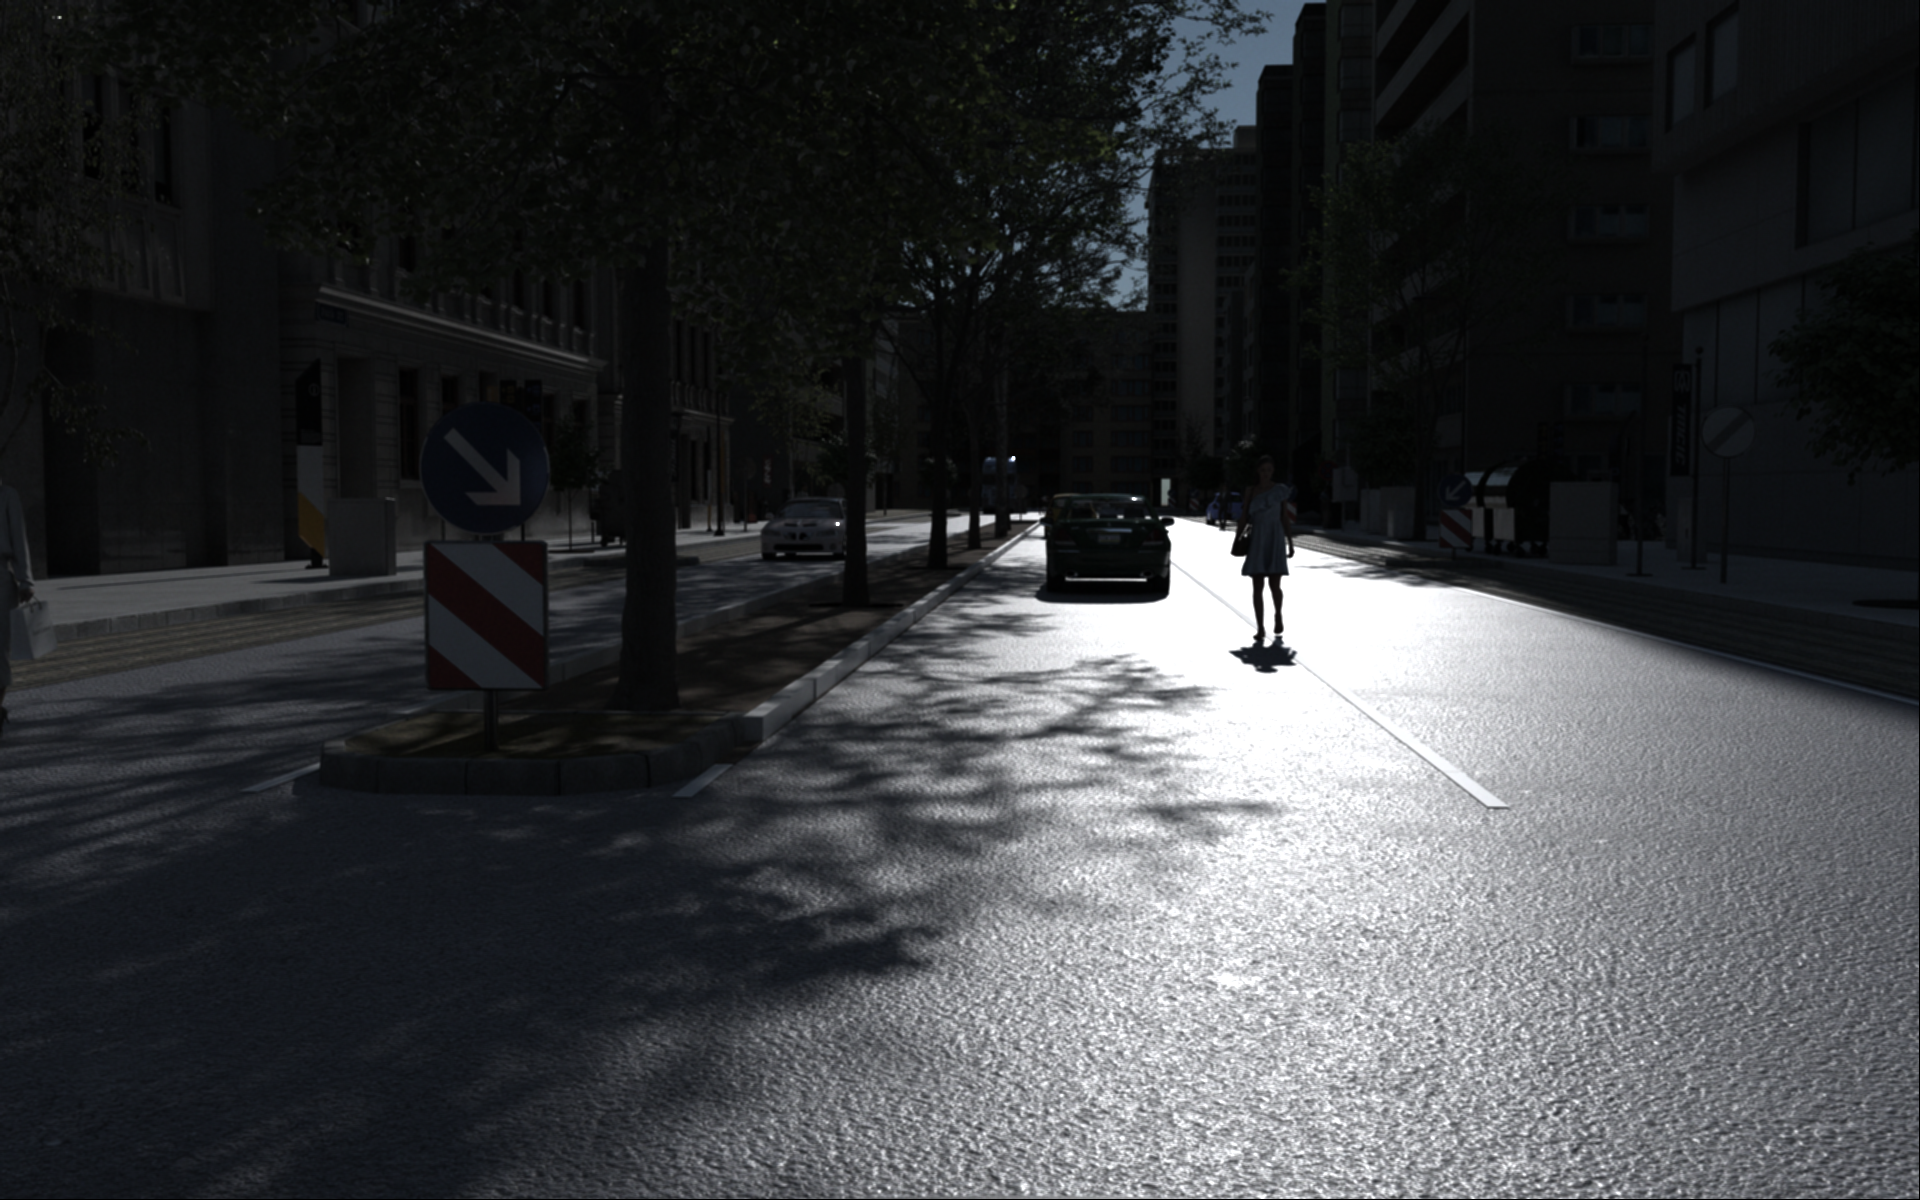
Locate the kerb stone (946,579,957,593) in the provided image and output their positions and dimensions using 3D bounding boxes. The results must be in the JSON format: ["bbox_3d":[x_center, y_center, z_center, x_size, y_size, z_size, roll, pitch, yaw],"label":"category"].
[{"bbox_3d":[-0.171,-0.158,24.794,0.120,0.150,1.000,0,4,4],"label":"kerb stone"}]

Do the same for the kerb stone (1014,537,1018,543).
[{"bbox_3d":[1.471,-1.601,48.365,0.120,0.150,1.000,0,4,4],"label":"kerb stone"}]

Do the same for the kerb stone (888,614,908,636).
[{"bbox_3d":[-0.670,0.280,17.636,0.120,0.150,1.000,0,4,4],"label":"kerb stone"}]

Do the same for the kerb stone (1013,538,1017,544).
[{"bbox_3d":[1.406,-1.526,47.333,0.120,0.150,1.000,0,4,4],"label":"kerb stone"}]

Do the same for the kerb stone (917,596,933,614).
[{"bbox_3d":[-0.454,0.091,20.702,0.120,0.150,1.000,0,4,4],"label":"kerb stone"}]

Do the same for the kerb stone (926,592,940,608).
[{"bbox_3d":[-0.384,0.030,21.723,0.120,0.150,1.000,0,4,4],"label":"kerb stone"}]

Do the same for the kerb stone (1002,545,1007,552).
[{"bbox_3d":[0.971,-1.161,41.183,0.120,0.150,1.000,0,4,4],"label":"kerb stone"}]

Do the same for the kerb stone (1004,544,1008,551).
[{"bbox_3d":[1.037,-1.224,42.204,0.120,0.150,1.000,0,4,4],"label":"kerb stone"}]

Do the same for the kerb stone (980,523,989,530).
[{"bbox_3d":[1.008,-3.046,71.998,0.120,0.150,1.000,0,4,4],"label":"kerb stone"}]

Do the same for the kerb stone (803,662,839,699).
[{"bbox_3d":[-1.024,0.593,12.526,0.120,0.150,1.000,0,4,4],"label":"kerb stone"}]

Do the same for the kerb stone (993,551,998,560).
[{"bbox_3d":[0.681,-0.911,37.092,0.120,0.150,1.000,0,4,4],"label":"kerb stone"}]

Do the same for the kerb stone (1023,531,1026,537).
[{"bbox_3d":[1.971,-2.038,55.513,0.120,0.150,1.000,0,4,4],"label":"kerb stone"}]

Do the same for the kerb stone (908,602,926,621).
[{"bbox_3d":[-0.525,0.154,19.683,0.120,0.150,1.000,0,4,4],"label":"kerb stone"}]

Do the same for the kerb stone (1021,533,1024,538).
[{"bbox_3d":[1.824,-1.913,53.469,0.120,0.150,1.000,0,4,4],"label":"kerb stone"}]

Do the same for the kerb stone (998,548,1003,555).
[{"bbox_3d":[0.823,-1.032,39.142,0.120,0.150,1.000,0,4,4],"label":"kerb stone"}]

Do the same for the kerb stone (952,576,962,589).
[{"bbox_3d":[-0.103,-0.221,25.814,0.120,0.150,1.000,0,4,4],"label":"kerb stone"}]

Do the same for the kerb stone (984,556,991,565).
[{"bbox_3d":[0.468,-0.722,33.998,0.120,0.150,1.000,0,4,4],"label":"kerb stone"}]

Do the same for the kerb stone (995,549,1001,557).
[{"bbox_3d":[0.755,-0.973,38.111,0.120,0.150,1.000,0,4,4],"label":"kerb stone"}]

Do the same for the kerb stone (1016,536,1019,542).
[{"bbox_3d":[1.540,-1.663,49.390,0.120,0.150,1.000,0,4,4],"label":"kerb stone"}]

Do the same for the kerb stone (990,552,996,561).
[{"bbox_3d":[0.610,-0.848,36.058,0.120,0.150,1.000,0,4,4],"label":"kerb stone"}]

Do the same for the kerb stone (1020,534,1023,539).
[{"bbox_3d":[1.757,-1.850,52.449,0.120,0.150,1.000,0,4,4],"label":"kerb stone"}]

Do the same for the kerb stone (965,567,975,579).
[{"bbox_3d":[0.115,-0.409,28.885,0.120,0.150,1.000,0,4,4],"label":"kerb stone"}]

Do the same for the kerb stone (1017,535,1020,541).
[{"bbox_3d":[1.609,-1.718,50.410,0.120,0.150,1.000,0,4,4],"label":"kerb stone"}]

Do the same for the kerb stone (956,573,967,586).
[{"bbox_3d":[-0.027,-0.284,26.834,0.120,0.150,1.000,0,4,4],"label":"kerb stone"}]

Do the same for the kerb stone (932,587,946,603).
[{"bbox_3d":[-0.311,-0.033,22.742,0.120,0.150,1.000,0,4,4],"label":"kerb stone"}]

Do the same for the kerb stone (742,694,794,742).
[{"bbox_3d":[-1.161,0.717,10.486,0.120,0.150,1.000,0,4,4],"label":"kerb stone"}]

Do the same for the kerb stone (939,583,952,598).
[{"bbox_3d":[-0.246,-0.095,23.774,0.120,0.150,1.000,0,4,4],"label":"kerb stone"}]

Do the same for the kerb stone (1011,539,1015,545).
[{"bbox_3d":[1.327,-1.475,46.305,0.120,0.150,1.000,0,4,4],"label":"kerb stone"}]

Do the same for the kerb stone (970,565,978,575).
[{"bbox_3d":[0.184,-0.471,29.915,0.120,0.150,1.000,0,4,4],"label":"kerb stone"}]

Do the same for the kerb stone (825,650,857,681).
[{"bbox_3d":[-0.953,0.529,13.552,0.120,0.150,1.000,0,4,4],"label":"kerb stone"}]

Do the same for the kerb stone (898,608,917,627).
[{"bbox_3d":[-0.603,0.216,18.660,0.120,0.150,1.000,0,4,4],"label":"kerb stone"}]

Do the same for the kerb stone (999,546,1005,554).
[{"bbox_3d":[0.904,-1.098,40.163,0.120,0.150,1.000,0,4,4],"label":"kerb stone"}]

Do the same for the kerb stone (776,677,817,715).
[{"bbox_3d":[-1.105,0.657,11.507,0.120,0.150,1.000,0,4,4],"label":"kerb stone"}]

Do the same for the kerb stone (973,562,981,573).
[{"bbox_3d":[0.249,-0.535,30.935,0.120,0.150,1.000,0,4,4],"label":"kerb stone"}]

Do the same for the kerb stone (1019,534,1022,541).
[{"bbox_3d":[1.682,-1.786,51.429,0.120,0.150,1.000,0,4,4],"label":"kerb stone"}]

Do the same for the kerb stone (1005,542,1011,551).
[{"bbox_3d":[1.119,-1.286,43.226,0.120,0.150,1.000,0,4,4],"label":"kerb stone"}]

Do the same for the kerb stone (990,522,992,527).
[{"bbox_3d":[1.158,-3.171,74.049,0.120,0.150,1.000,0,4,4],"label":"kerb stone"}]

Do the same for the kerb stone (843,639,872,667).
[{"bbox_3d":[-0.885,0.466,14.572,0.120,0.150,1.000,0,4,4],"label":"kerb stone"}]

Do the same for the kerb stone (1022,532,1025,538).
[{"bbox_3d":[1.902,-1.975,54.489,0.120,0.150,1.000,0,4,4],"label":"kerb stone"}]

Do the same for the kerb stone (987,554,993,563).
[{"bbox_3d":[0.533,-0.780,35.028,0.120,0.150,1.000,0,4,4],"label":"kerb stone"}]

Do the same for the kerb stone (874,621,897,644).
[{"bbox_3d":[-0.740,0.341,16.616,0.120,0.150,1.000,0,4,4],"label":"kerb stone"}]

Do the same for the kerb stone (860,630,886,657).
[{"bbox_3d":[-0.809,0.404,15.592,0.120,0.150,1.000,0,4,4],"label":"kerb stone"}]

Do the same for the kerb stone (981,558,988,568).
[{"bbox_3d":[0.393,-0.658,32.975,0.120,0.150,1.000,0,4,4],"label":"kerb stone"}]

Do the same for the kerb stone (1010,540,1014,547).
[{"bbox_3d":[1.256,-1.411,45.269,0.120,0.150,1.000,0,4,4],"label":"kerb stone"}]

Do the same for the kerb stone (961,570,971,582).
[{"bbox_3d":[0.042,-0.344,27.854,0.120,0.150,1.000,0,4,4],"label":"kerb stone"}]

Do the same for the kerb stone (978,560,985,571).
[{"bbox_3d":[0.329,-0.597,31.954,0.120,0.150,1.000,0,4,4],"label":"kerb stone"}]

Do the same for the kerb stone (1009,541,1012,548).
[{"bbox_3d":[1.191,-1.349,44.246,0.120,0.150,1.000,0,4,4],"label":"kerb stone"}]
